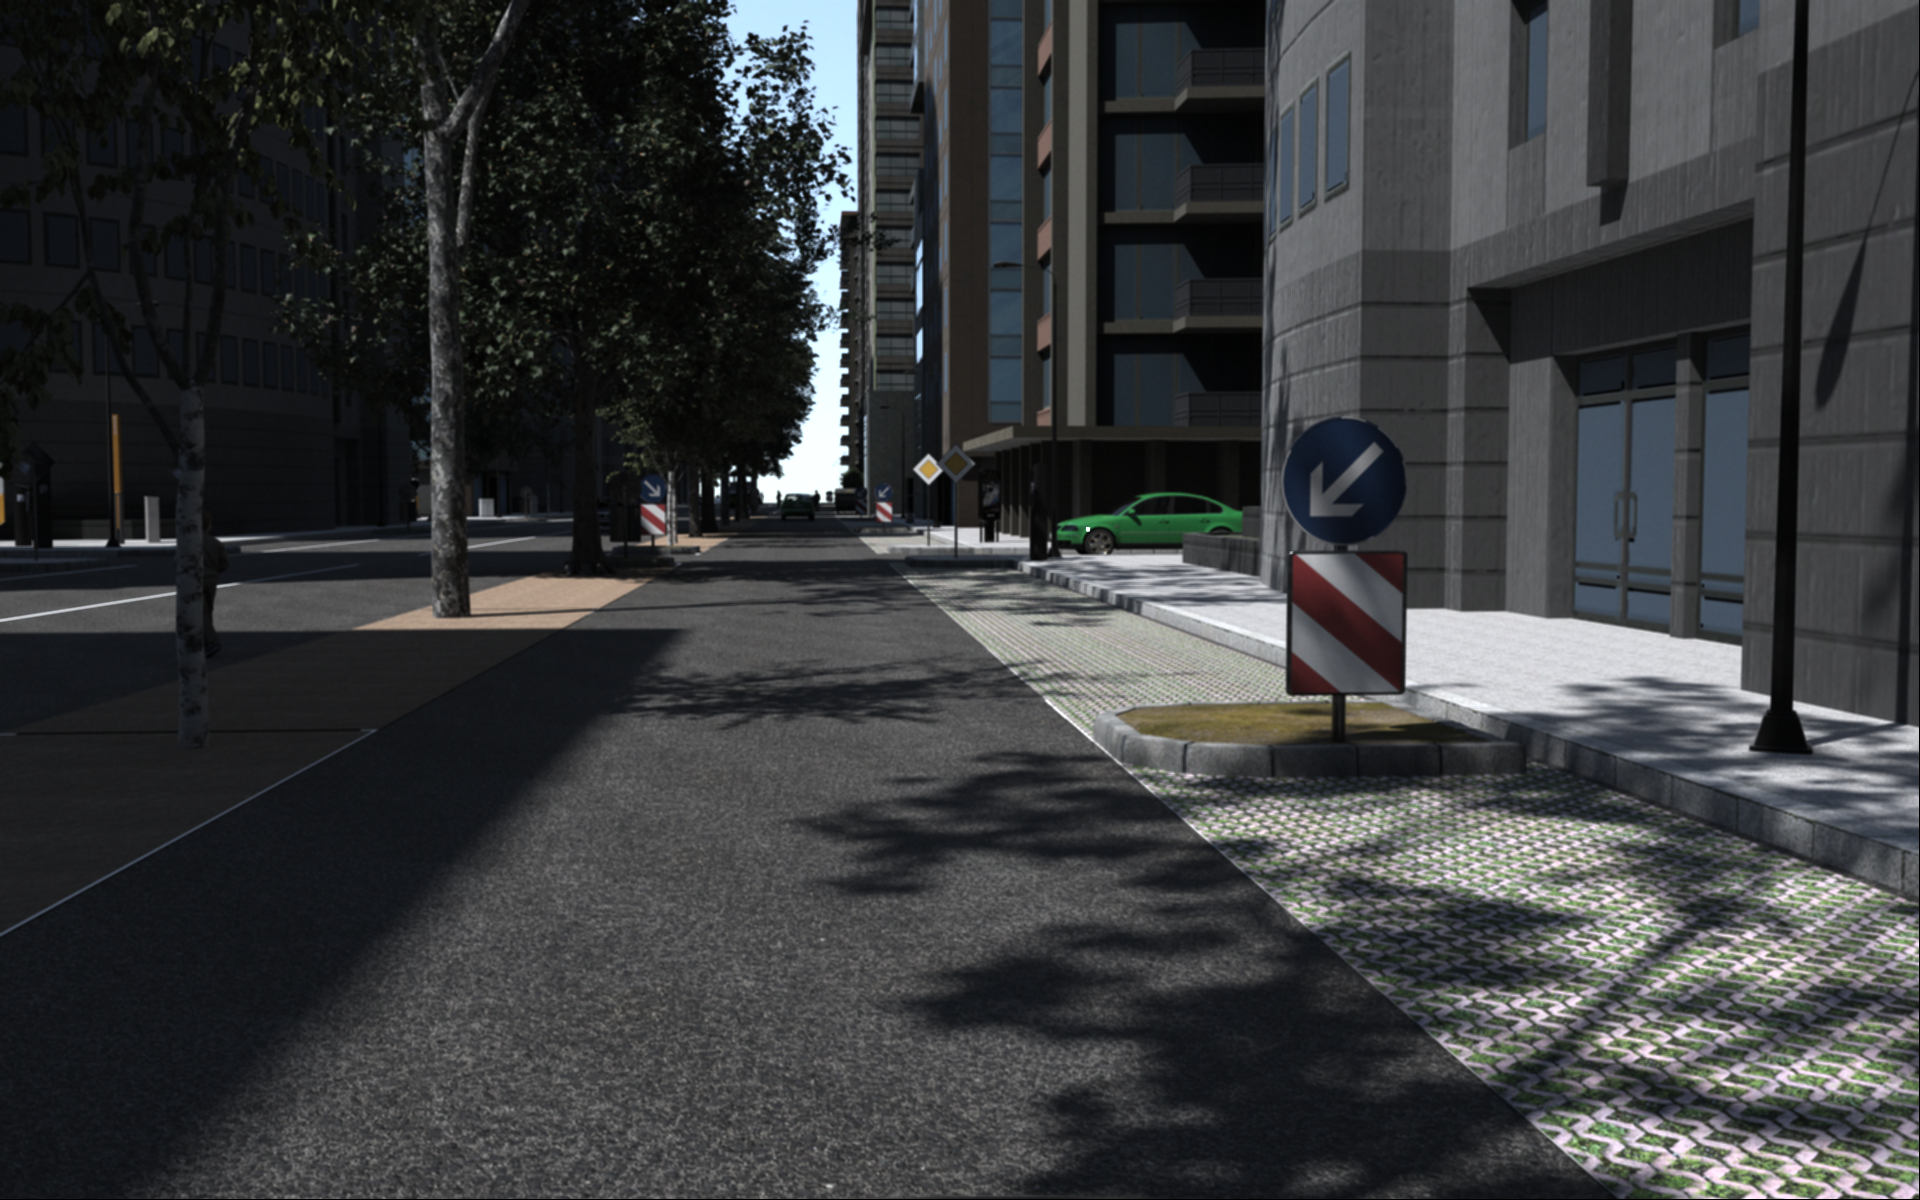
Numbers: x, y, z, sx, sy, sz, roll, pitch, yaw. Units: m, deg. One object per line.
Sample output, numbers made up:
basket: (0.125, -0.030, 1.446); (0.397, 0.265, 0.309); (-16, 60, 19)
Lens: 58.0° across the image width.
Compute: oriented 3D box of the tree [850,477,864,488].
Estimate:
tree: (-11.698, -12.660, 201.587); (1.663, 3.219, 1.824); (0, 3, 0)

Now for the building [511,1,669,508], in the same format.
building: (-47.371, -40.925, 211.118); (21.231, 58.520, 28.212); (0, 4, -5)

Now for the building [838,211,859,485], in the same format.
building: (-7.167, -37.185, 262.606); (22.147, 44.769, 28.867); (0, 4, -5)

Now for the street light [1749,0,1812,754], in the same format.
street light: (3.585, -2.199, 8.488); (1.470, 5.913, 1.316); (0, 4, -5)

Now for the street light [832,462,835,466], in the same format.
street light: (-19.648, -18.578, 276.283); (1.470, 5.913, 1.316); (0, 4, -5)

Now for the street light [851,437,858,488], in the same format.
street light: (-7.907, -10.328, 141.398); (1.470, 5.913, 1.316); (0, 4, -5)

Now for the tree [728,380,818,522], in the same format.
tree: (-11.548, -9.307, 89.044); (8.767, 10.594, 7.601); (0, 4, -5)

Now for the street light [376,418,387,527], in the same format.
street light: (-22.155, -5.826, 67.801); (1.470, 5.913, 1.316); (0, 4, -5)

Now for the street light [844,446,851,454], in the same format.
street light: (-10.194, -11.919, 167.409); (1.470, 5.913, 1.316); (0, 4, -5)

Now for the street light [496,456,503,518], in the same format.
street light: (-24.464, -7.417, 93.810); (1.470, 5.913, 1.316); (0, 4, -5)

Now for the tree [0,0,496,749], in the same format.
tree: (-4.373, -3.480, 9.724); (4.737, 8.622, 4.395); (0, 3, 0)

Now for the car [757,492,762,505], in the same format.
car: (-27.949, -13.858, 235.245); (2.281, 1.827, 5.304); (0, 4, -5)

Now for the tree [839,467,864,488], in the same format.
tree: (-12.701, -13.512, 204.640); (4.285, 4.588, 4.351); (0, 3, 0)

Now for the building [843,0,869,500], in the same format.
building: (-5.714, -48.862, 237.139); (20.563, 71.187, 20.611); (0, 4, -5)

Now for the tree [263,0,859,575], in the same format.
tree: (-6.613, -6.778, 30.288); (9.611, 12.733, 9.660); (0, 3, 0)

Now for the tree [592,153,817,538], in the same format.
tree: (-8.543, -8.283, 56.010); (7.486, 12.596, 7.792); (0, 3, 0)

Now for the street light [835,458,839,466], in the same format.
street light: (-15.136, -15.395, 224.256); (1.470, 5.913, 1.316); (0, 4, -5)

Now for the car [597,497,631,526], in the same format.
car: (-13.575, -3.341, 67.203); (1.945, 1.354, 3.894); (0, 4, -7)

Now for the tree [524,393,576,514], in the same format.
tree: (-26.783, -9.972, 113.412); (4.360, 8.622, 3.978); (0, 3, 0)

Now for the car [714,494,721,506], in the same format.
car: (-28.514, -11.960, 207.544); (2.014, 1.417, 4.499); (0, 4, -7)

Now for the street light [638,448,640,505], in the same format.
street light: (-31.122, -12.103, 170.424); (1.470, 5.913, 1.316); (0, 4, -5)

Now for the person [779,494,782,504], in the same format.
person: (-26.973, -15.288, 258.536); (0.705, 1.814, 1.350); (-3, 5, -41)

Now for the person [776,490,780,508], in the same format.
person: (-18.969, -10.525, 180.589); (0.705, 1.822, 1.348); (-1, 4, -20)

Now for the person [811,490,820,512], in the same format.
person: (-11.856, -8.119, 141.778); (0.750, 1.759, 0.617); (-3, 4, -37)

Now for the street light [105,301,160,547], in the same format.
street light: (-19.960, -4.235, 41.782); (1.470, 5.913, 1.316); (0, 4, -5)

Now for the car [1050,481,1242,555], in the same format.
car: (4.403, -1.872, 39.406); (4.718, 1.807, 1.959); (0, 4, -6)

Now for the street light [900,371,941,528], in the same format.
street light: (-1.426, -5.688, 65.543); (1.470, 5.913, 1.316); (0, 4, -5)

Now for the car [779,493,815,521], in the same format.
car: (-8.859, -5.236, 94.401); (1.959, 1.807, 4.718); (0, 4, -6)

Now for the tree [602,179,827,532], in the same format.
tree: (-9.430, -9.515, 64.678); (9.857, 13.997, 8.962); (0, 3, 0)

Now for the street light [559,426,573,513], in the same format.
street light: (-26.448, -8.846, 117.168); (1.470, 5.913, 1.316); (0, 4, -5)

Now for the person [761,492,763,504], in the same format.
person: (-27.481, -14.193, 241.240); (0.721, 1.739, 1.217); (-2, 4, -32)

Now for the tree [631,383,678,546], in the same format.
tree: (-7.588, -5.635, 44.959); (4.737, 8.622, 4.395); (0, 3, 0)

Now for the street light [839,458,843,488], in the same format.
street light: (-12.428, -13.510, 193.424); (1.470, 5.913, 1.316); (0, 4, -5)

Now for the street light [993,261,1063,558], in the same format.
street light: (1.360, -3.805, 34.745); (1.470, 5.913, 1.316); (0, 4, -5)

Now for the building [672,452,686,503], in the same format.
building: (-45.074, -33.605, 233.034); (14.154, 41.232, 14.086); (0, 4, -5)

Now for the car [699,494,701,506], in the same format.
car: (-27.842, -10.755, 187.642); (2.131, 1.459, 4.920); (0, 4, -3)

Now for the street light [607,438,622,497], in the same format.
street light: (-28.684, -10.468, 143.689); (1.470, 5.913, 1.316); (0, 4, -5)

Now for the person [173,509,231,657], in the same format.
person: (-6.692, -0.153, 15.276); (0.640, 1.303, 0.475); (3, 5, 40)

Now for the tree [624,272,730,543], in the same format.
tree: (-8.202, -5.917, 49.563); (4.360, 8.622, 3.978); (0, 3, 0)

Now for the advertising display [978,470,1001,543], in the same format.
advertising display: (0.785, -2.505, 46.171); (0.123, 1.923, 0.974); (2, 4, 32)

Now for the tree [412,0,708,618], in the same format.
tree: (-4.609, -9.808, 18.710); (12.611, 20.169, 13.585); (0, 3, 0)

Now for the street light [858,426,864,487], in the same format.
street light: (-5.974, -8.870, 117.567); (1.470, 5.913, 1.316); (0, 4, -5)

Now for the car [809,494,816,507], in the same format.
car: (-16.694, -10.922, 190.583); (2.014, 1.417, 4.499); (0, 4, -5)

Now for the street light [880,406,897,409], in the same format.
street light: (-3.541, -7.280, 91.569); (1.470, 5.913, 1.316); (0, 4, -5)

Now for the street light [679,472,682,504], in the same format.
street light: (-35.994, -15.520, 226.298); (1.470, 5.913, 1.316); (0, 4, -5)
